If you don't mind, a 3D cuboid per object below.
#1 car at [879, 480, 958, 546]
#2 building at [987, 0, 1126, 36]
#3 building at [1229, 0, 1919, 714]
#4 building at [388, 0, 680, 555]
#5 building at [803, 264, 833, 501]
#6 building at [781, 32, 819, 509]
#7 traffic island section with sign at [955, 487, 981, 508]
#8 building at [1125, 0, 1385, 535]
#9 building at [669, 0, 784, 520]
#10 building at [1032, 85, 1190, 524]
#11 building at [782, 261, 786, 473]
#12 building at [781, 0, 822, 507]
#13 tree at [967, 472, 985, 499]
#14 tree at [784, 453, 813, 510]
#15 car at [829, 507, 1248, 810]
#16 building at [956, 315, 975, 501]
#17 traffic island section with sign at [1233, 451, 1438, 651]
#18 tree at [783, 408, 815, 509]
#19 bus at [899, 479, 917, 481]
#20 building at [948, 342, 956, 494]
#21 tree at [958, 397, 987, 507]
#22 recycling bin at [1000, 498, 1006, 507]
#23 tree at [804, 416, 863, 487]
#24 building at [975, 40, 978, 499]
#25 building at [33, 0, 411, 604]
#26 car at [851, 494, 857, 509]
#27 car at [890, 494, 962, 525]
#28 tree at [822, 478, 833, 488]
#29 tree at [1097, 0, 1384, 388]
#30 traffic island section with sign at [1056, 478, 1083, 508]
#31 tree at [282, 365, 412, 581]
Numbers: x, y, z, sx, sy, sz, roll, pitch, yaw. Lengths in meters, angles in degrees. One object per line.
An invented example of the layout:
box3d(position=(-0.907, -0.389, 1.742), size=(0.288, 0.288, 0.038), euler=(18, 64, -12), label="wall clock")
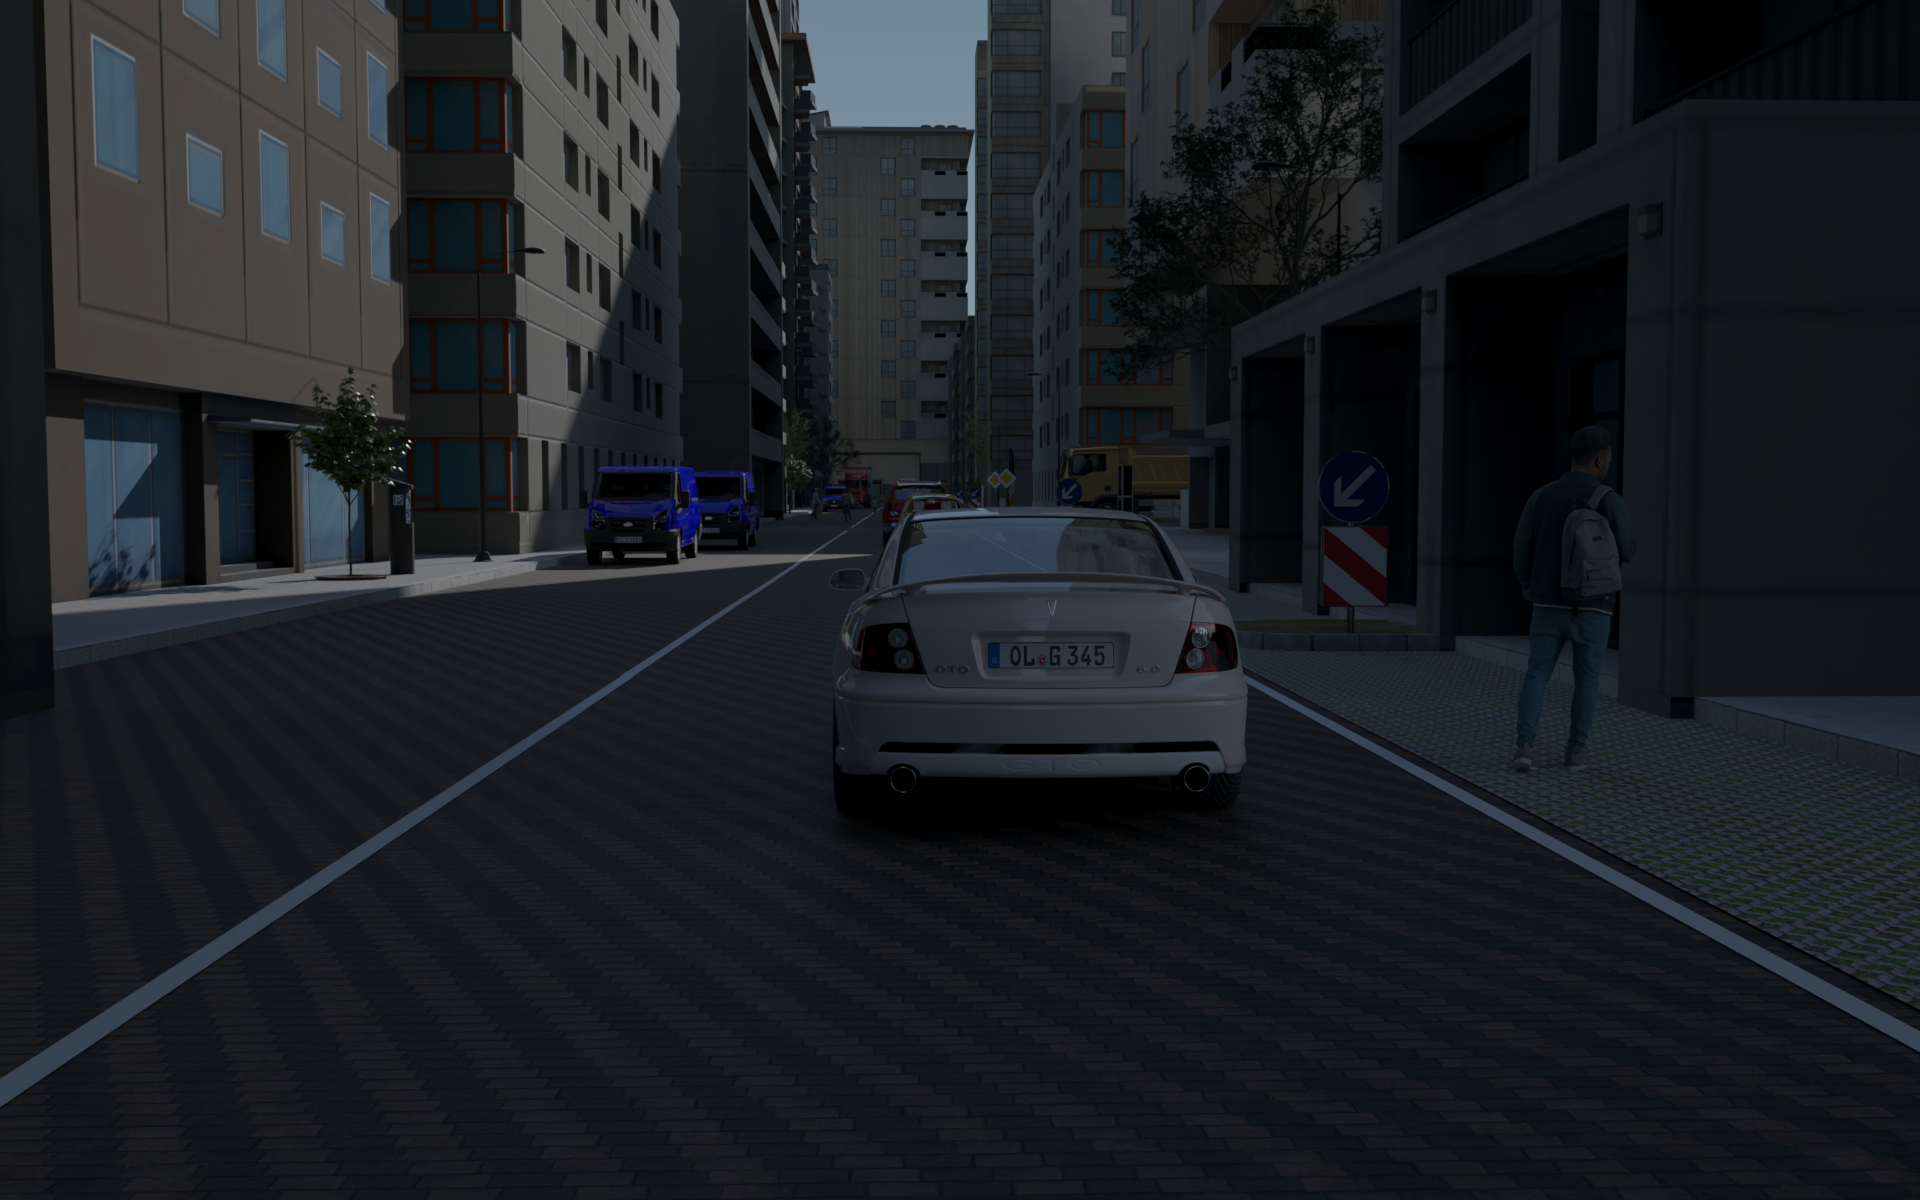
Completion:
box3d(position=(-1.177, -2.491, 49.398), size=(2.281, 1.827, 5.304), euler=(0, 4, -2), label="car")
box3d(position=(8.748, -26.421, 115.578), size=(14.154, 41.232, 14.086), euler=(0, 4, -2), label="building")
box3d(position=(14.536, -35.192, 13.639), size=(20.563, 71.187, 20.611), euler=(0, 4, -2), label="building")
box3d(position=(-24.231, -12.497, 49.371), size=(28.899, 21.520, 27.650), euler=(0, 4, -2), label="building")
box3d(position=(-23.047, -27.281, 217.751), size=(14.107, 30.474, 14.160), euler=(0, 4, -2), label="building")
box3d(position=(-24.800, -31.068, 162.580), size=(22.147, 44.769, 28.867), euler=(0, 4, -2), label="building")
box3d(position=(0.717, -5.533, 99.094), size=(1.989, 1.847, 2.006), euler=(0, 4, -2), label="traffic island section with sign")
box3d(position=(19.888, -28.204, 50.371), size=(28.713, 52.752, 27.495), euler=(0, 4, -2), label="building")
box3d(position=(-19.970, -28.079, 82.796), size=(21.300, 48.544, 21.600), euler=(0, 4, -2), label="building")
box3d(position=(19.140, -14.845, 87.748), size=(28.899, 21.520, 27.650), euler=(0, 4, -2), label="building")
box3d(position=(-26.580, -16.610, 116.607), size=(27.650, 21.520, 28.899), euler=(0, 4, -2), label="building")
box3d(position=(-25.482, -45.763, 186.471), size=(20.563, 71.187, 20.611), euler=(0, 4, -2), label="building")
box3d(position=(1.658, -9.653, 152.422), size=(1.663, 3.219, 1.824), euler=(0, 3, 0), label="tree")
box3d(position=(-13.567, -9.537, 139.639), size=(4.285, 4.588, 4.351), euler=(0, 3, 0), label="tree")
box3d(position=(0.316, 0.190, 9.255), size=(2.083, 1.381, 4.827), euler=(0, 4, -1), label="car")
box3d(position=(14.143, -20.641, 182.516), size=(27.650, 21.520, 28.899), euler=(0, 4, -2), label="building")
box3d(position=(3.471, -0.489, 16.619), size=(1.989, 1.847, 2.006), euler=(0, 4, -2), label="traffic island section with sign")
box3d(position=(-14.279, -11.961, 145.927), size=(4.737, 8.622, 4.395), euler=(0, 3, 0), label="tree")
box3d(position=(-6.227, -13.307, 212.430), size=(2.948, 3.499, 13.247), euler=(0, 3, 0), label="bus")
box3d(position=(12.684, -22.437, 211.892), size=(27.650, 21.520, 28.899), euler=(0, 4, -2), label="building")
box3d(position=(1.956, -11.163, 132.883), size=(4.737, 8.622, 4.395), euler=(0, 3, 0), label="tree")
box3d(position=(2.760, -5.889, 108.844), size=(0.722, 1.027, 0.722), euler=(0, 4, -7), label="recycling bin")
box3d(position=(-15.429, -16.410, 202.716), size=(8.767, 10.594, 7.601), euler=(0, 4, 3), label="tree")
box3d(position=(8.307, -29.154, 160.256), size=(14.154, 41.232, 14.086), euler=(0, 4, -2), label="building")
box3d(position=(-17.378, -22.945, 25.257), size=(14.600, 45.320, 14.200), euler=(0, 4, -2), label="building")
box3d(position=(-10.830, -9.478, 165.186), size=(2.015, 1.641, 3.980), euler=(0, 4, -2), label="car")
box3d(position=(-0.687, -1.957, 42.227), size=(2.015, 1.641, 3.980), euler=(0, 4, -3), label="car")
box3d(position=(-15.630, -13.051, 207.979), size=(1.663, 3.219, 1.824), euler=(0, 3, 0), label="tree")
box3d(position=(5.885, -5.954, 31.762), size=(7.601, 10.594, 8.767), euler=(3, 5, 44), label="tree")
box3d(position=(2.572, -2.136, 43.559), size=(1.989, 1.847, 2.006), euler=(0, 4, -2), label="traffic island section with sign")
box3d(position=(-9.053, -1.923, 26.040), size=(1.663, 3.219, 1.824), euler=(0, 3, 0), label="tree")
